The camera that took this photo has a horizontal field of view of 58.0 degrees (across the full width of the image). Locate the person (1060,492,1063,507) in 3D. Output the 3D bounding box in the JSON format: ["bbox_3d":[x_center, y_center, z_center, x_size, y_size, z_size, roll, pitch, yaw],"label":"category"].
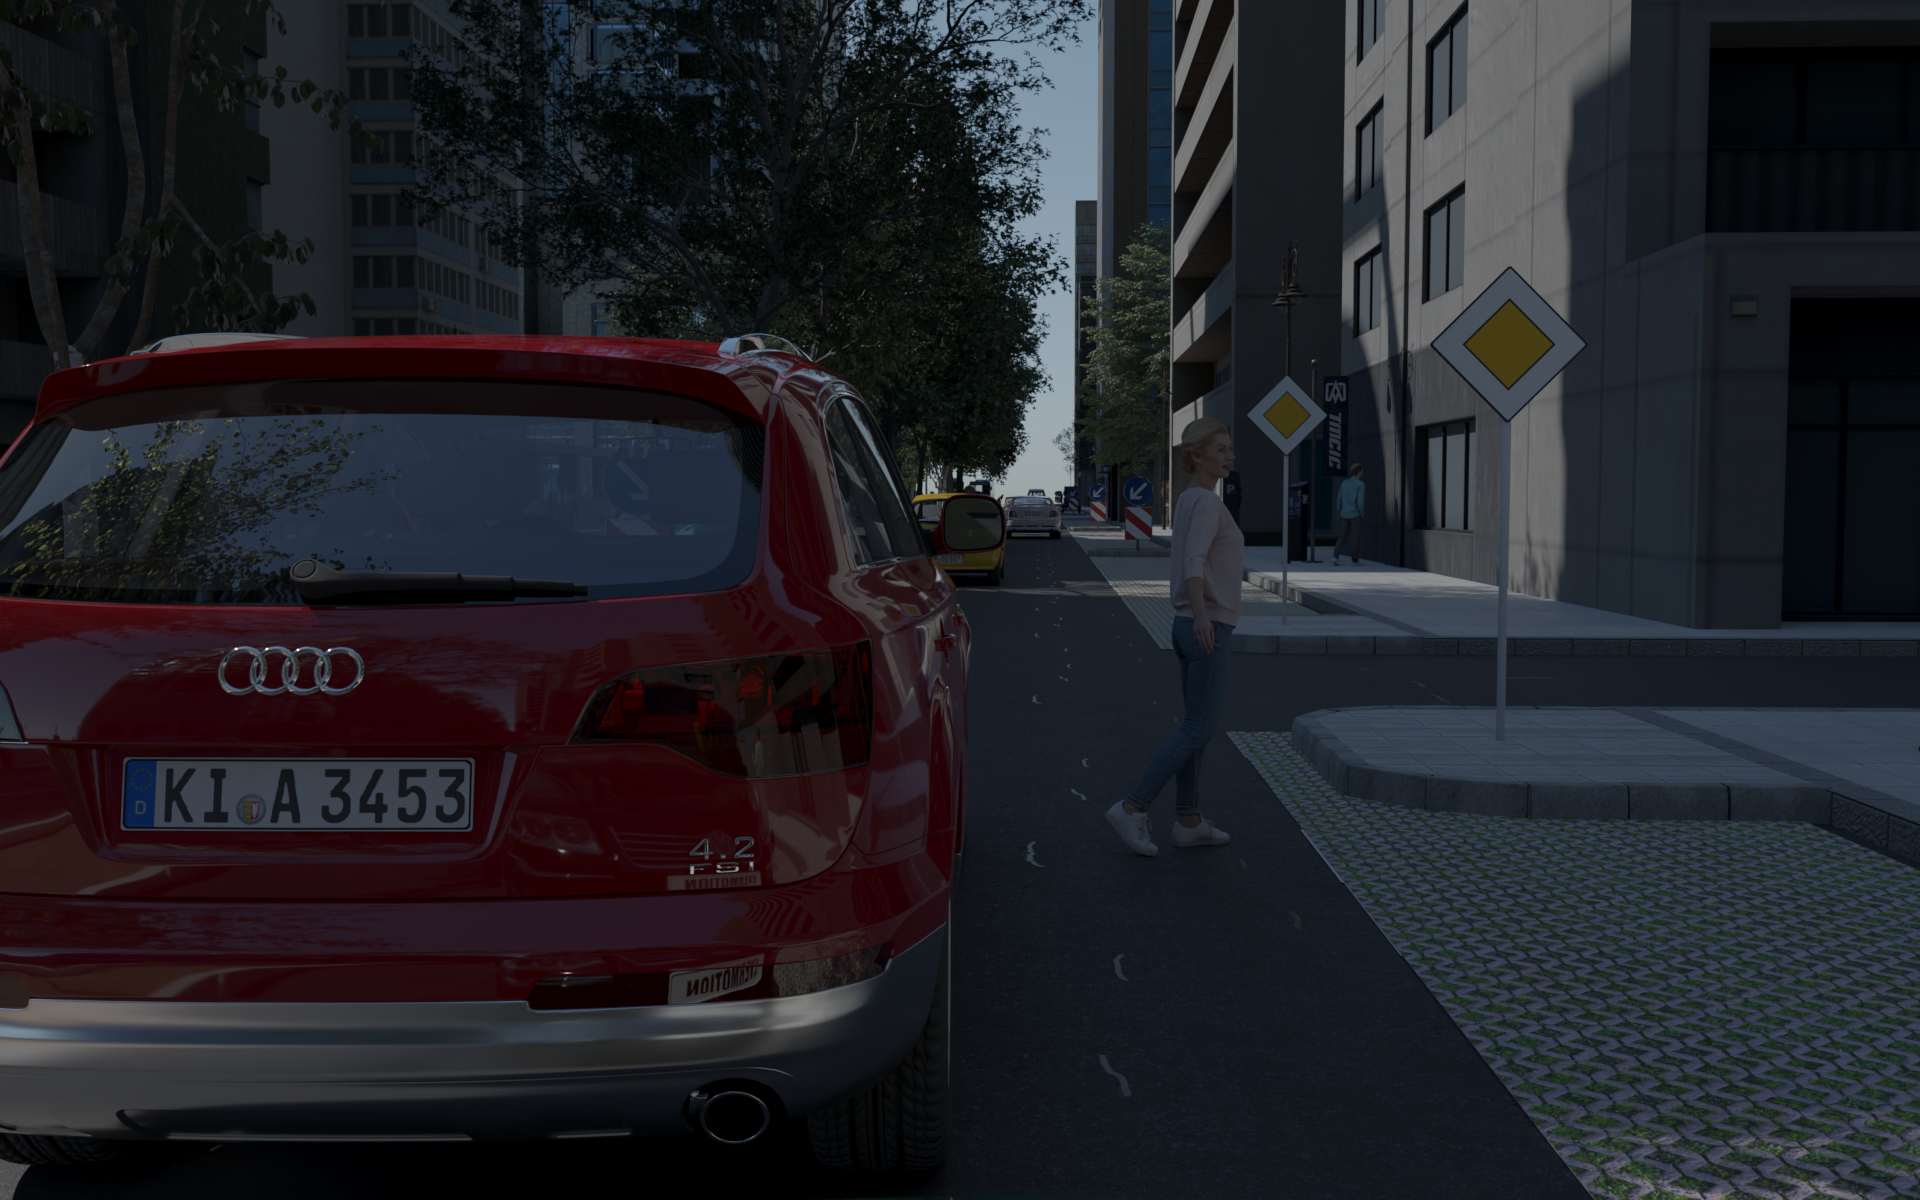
[{"bbox_3d":[11.240,-11.131,191.417,0.530,1.710,0.541,0,4,4],"label":"person"}]

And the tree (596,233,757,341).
[{"bbox_3d":[-12.971,-10.893,84.755,9.857,13.997,8.962,0,3,0],"label":"tree"}]

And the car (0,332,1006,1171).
[{"bbox_3d":[-0.994,0.211,5.226,2.281,1.827,5.304,0,4,1],"label":"car"}]

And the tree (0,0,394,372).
[{"bbox_3d":[-3.792,-3.318,7.068,4.360,8.622,3.978,0,3,0],"label":"tree"}]

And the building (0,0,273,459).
[{"bbox_3d":[-21.309,-15.684,28.128,14.160,30.474,14.107,0,4,3],"label":"building"}]

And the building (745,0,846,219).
[{"bbox_3d":[-23.522,-33.565,138.021,28.713,52.752,27.495,0,4,3],"label":"building"}]

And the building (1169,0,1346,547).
[{"bbox_3d":[17.807,-26.129,50.918,21.300,48.544,21.600,0,4,3],"label":"building"}]

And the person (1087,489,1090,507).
[{"bbox_3d":[13.099,-10.377,175.794,0.705,1.814,1.350,0,4,5],"label":"person"}]

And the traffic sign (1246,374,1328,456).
[{"bbox_3d":[3.201,-0.900,16.907,0.795,2.593,0.064,0,4,3],"label":"traffic sign"}]

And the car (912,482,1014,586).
[{"bbox_3d":[-0.130,-1.123,28.587,2.015,1.641,3.980,0,4,3],"label":"car"}]

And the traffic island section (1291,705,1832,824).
[{"bbox_3d":[2.857,0.812,9.012,2.009,0.180,2.903,0,4,3],"label":"traffic island section"}]

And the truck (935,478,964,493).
[{"bbox_3d":[-1.065,-13.043,209.177,3.469,3.379,9.791,0,4,3],"label":"truck"}]

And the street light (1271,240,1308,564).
[{"bbox_3d":[6.008,-3.604,31.715,0.468,5.910,1.993,0,4,3],"label":"street light"}]

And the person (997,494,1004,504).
[{"bbox_3d":[3.748,-9.052,159.740,0.697,1.427,0.421,3,4,36],"label":"person"}]

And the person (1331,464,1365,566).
[{"bbox_3d":[6.931,-1.518,30.881,0.620,1.820,0.660,-3,4,-38],"label":"person"}]

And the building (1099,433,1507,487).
[{"bbox_3d":[27.672,-27.408,140.008,32.217,40.220,23.993,0,4,3],"label":"building"}]

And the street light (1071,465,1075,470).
[{"bbox_3d":[14.707,-15.179,220.957,0.468,5.910,1.993,0,4,3],"label":"street light"}]

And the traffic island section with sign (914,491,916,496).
[{"bbox_3d":[-4.853,-11.639,198.923,1.989,1.847,2.006,0,4,3],"label":"traffic island section with sign"}]

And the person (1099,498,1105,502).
[{"bbox_3d":[9.368,-6.599,114.491,0.434,1.755,0.990,0,4,-5],"label":"person"}]

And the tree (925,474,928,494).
[{"bbox_3d":[-3.743,-24.264,252.607,12.611,20.169,13.585,0,3,0],"label":"tree"}]

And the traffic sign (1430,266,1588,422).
[{"bbox_3d":[2.833,-0.412,8.931,0.795,2.593,0.064,0,4,3],"label":"traffic sign"}]

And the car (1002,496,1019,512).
[{"bbox_3d":[2.509,-3.620,71.551,2.083,1.381,4.827,0,4,3],"label":"car"}]

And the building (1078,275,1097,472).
[{"bbox_3d":[22.650,-27.959,228.831,14.160,30.474,14.107,0,4,3],"label":"building"}]

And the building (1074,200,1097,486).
[{"bbox_3d":[22.997,-34.188,242.572,14.154,41.232,14.086,0,4,3],"label":"building"}]

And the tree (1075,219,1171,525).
[{"bbox_3d":[8.643,-9.407,71.932,7.486,12.596,7.792,0,3,0],"label":"tree"}]

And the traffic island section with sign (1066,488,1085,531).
[{"bbox_3d":[5.193,-3.558,66.807,1.989,1.847,2.006,0,4,3],"label":"traffic island section with sign"}]

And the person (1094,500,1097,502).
[{"bbox_3d":[10.818,-7.866,135.461,0.742,1.727,0.445,-2,4,-28],"label":"person"}]

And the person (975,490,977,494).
[{"bbox_3d":[1.151,-7.650,134.301,1.217,1.743,0.721,2,4,30],"label":"person"}]

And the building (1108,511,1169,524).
[{"bbox_3d":[13.965,-26.438,82.372,14.600,45.320,14.200,0,4,3],"label":"building"}]

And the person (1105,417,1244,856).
[{"bbox_3d":[0.876,0.137,6.932,0.598,1.740,0.731,-1,4,-14],"label":"person"}]

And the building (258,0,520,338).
[{"bbox_3d":[-29.636,-22.602,61.425,32.217,40.220,23.993,0,4,3],"label":"building"}]

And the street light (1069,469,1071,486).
[{"bbox_3d":[15.998,-16.975,250.326,0.468,5.910,1.993,0,4,3],"label":"street light"}]

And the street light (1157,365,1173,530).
[{"bbox_3d":[7.329,-5.457,62.010,0.468,5.910,1.993,0,4,3],"label":"street light"}]

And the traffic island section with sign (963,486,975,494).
[{"bbox_3d":[0.454,-5.129,91.995,2.006,1.907,1.989,0,4,3],"label":"traffic island section with sign"}]

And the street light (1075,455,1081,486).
[{"bbox_3d":[13.297,-13.374,191.447,0.468,5.910,1.993,0,4,3],"label":"street light"}]

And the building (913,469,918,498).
[{"bbox_3d":[-13.055,-35.898,237.034,14.600,45.320,14.200,0,4,3],"label":"building"}]

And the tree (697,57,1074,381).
[{"bbox_3d":[-1.886,-7.669,44.846,9.611,12.733,9.660,0,3,0],"label":"tree"}]

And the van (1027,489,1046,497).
[{"bbox_3d":[6.133,-8.072,138.990,2.013,2.044,4.112,0,4,3],"label":"van"}]

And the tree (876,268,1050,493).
[{"bbox_3d":[-0.464,-10.273,77.071,9.857,13.997,8.962,0,3,0],"label":"tree"}]

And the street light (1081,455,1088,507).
[{"bbox_3d":[12.203,-11.934,167.909,0.468,5.910,1.993,0,4,3],"label":"street light"}]

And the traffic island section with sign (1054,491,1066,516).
[{"bbox_3d":[7.430,-6.524,115.291,1.989,1.847,2.006,0,4,3],"label":"traffic island section with sign"}]

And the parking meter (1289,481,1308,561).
[{"bbox_3d":[6.482,-1.518,33.225,0.372,1.533,0.369,0,3,0],"label":"parking meter"}]

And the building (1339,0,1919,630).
[{"bbox_3d":[17.732,-35.823,23.958,20.611,71.187,20.563,0,4,3],"label":"building"}]

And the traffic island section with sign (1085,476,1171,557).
[{"bbox_3d":[3.955,-1.911,39.880,1.989,1.847,2.006,0,4,3],"label":"traffic island section with sign"}]

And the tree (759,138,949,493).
[{"bbox_3d":[-2.210,-5.047,35.343,4.737,8.622,4.395,0,3,0],"label":"tree"}]

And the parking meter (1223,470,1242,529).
[{"bbox_3d":[6.195,-2.063,39.447,0.399,1.863,0.255,1,4,19],"label":"parking meter"}]

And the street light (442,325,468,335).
[{"bbox_3d":[-13.787,-4.568,47.475,0.468,5.910,1.993,0,4,3],"label":"street light"}]

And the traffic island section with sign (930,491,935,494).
[{"bbox_3d":[-3.588,-13.325,226.485,1.989,1.847,2.006,0,4,3],"label":"traffic island section with sign"}]

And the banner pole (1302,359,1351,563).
[{"bbox_3d":[6.817,-2.582,32.231,0.863,3.779,0.401,1,4,18],"label":"banner pole"}]

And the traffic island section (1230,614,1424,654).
[{"bbox_3d":[3.225,0.324,16.989,2.009,0.180,2.903,0,4,3],"label":"traffic island section"}]

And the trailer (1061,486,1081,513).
[{"bbox_3d":[8.105,-7.320,126.731,1.471,1.999,3.904,0,4,3],"label":"trailer"}]

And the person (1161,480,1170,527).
[{"bbox_3d":[8.111,-3.769,67.640,0.580,1.828,0.573,1,4,19],"label":"person"}]

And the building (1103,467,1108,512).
[{"bbox_3d":[23.895,-16.462,114.190,27.650,21.520,28.899,0,4,3],"label":"building"}]

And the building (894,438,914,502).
[{"bbox_3d":[-13.458,-32.938,222.131,14.154,41.232,14.086,0,4,3],"label":"building"}]

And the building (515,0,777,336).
[{"bbox_3d":[-22.426,-48.617,107.561,22.319,86.520,31.000,0,4,3],"label":"building"}]

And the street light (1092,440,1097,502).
[{"bbox_3d":[10.786,-10.138,138.546,0.468,5.910,1.993,0,4,3],"label":"street light"}]

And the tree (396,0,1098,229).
[{"bbox_3d":[-2.691,-5.092,20.130,8.767,10.594,7.601,0,4,3],"label":"tree"}]

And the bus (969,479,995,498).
[{"bbox_3d":[2.684,-13.219,210.982,2.948,3.499,13.247,0,4,3],"label":"bus"}]

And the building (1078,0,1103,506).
[{"bbox_3d":[24.960,-47.187,209.765,20.563,71.187,20.611,0,4,3],"label":"building"}]

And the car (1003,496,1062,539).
[{"bbox_3d":[2.341,-2.728,56.960,2.083,1.381,4.827,0,4,1],"label":"car"}]
